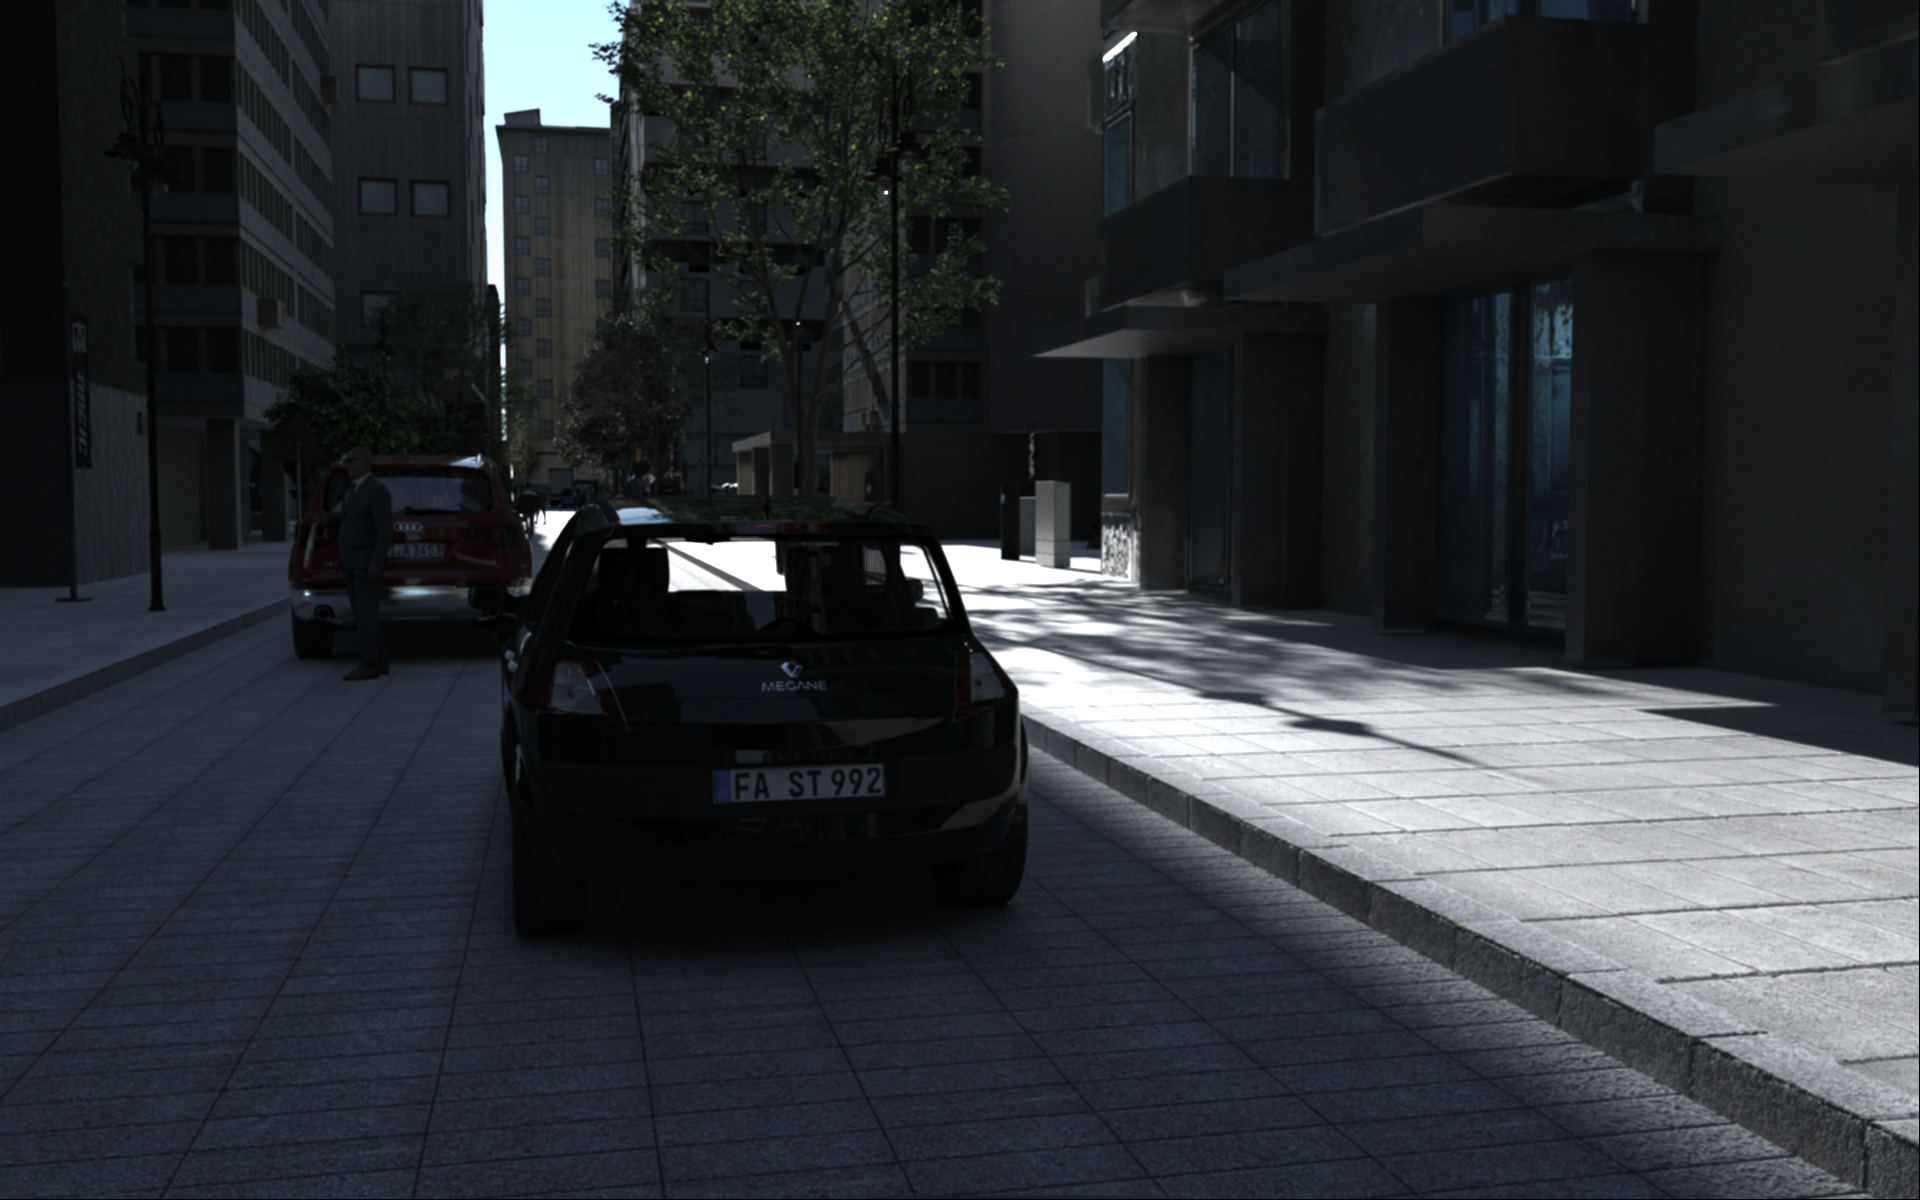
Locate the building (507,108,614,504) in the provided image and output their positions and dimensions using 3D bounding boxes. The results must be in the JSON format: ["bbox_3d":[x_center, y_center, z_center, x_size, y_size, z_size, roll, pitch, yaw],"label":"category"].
[{"bbox_3d":[-51.053,-40.202,246.541,27.495,52.752,28.713,-1,4,-13],"label":"building"}]

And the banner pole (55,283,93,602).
[{"bbox_3d":[-10.649,-1.888,20.893,0.401,3.779,0.863,0,4,-4],"label":"banner pole"}]

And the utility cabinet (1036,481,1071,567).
[{"bbox_3d":[1.638,-1.327,30.372,0.318,1.500,1.173,-1,4,-13],"label":"utility cabinet"}]

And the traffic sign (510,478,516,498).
[{"bbox_3d":[-35.458,-8.362,136.822,0.768,2.556,0.104,-1,4,-10],"label":"traffic sign"}]

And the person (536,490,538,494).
[{"bbox_3d":[-39.052,-9.246,159.757,0.705,1.814,1.350,-3,4,-37],"label":"person"}]

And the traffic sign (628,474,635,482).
[{"bbox_3d":[-14.260,-4.461,76.581,0.795,2.450,0.064,-1,4,-13],"label":"traffic sign"}]

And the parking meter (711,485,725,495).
[{"bbox_3d":[-6.792,-2.462,48.670,0.372,1.533,0.369,0,3,0],"label":"parking meter"}]

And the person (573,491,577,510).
[{"bbox_3d":[-34.879,-9.059,157.337,0.721,1.736,1.217,-1,4,-12],"label":"person"}]

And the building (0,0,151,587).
[{"bbox_3d":[-18.649,-15.153,19.448,14.160,30.474,14.107,-1,4,-13],"label":"building"}]

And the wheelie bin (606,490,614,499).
[{"bbox_3d":[-27.784,-7.936,137.656,0.693,1.594,0.980,-1,4,-16],"label":"wheelie bin"}]

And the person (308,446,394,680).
[{"bbox_3d":[-4.724,-0.295,13.507,0.661,1.801,0.590,3,5,43],"label":"person"}]

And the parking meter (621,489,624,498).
[{"bbox_3d":[-18.128,-5.203,93.483,0.372,1.533,0.369,0,3,0],"label":"parking meter"}]

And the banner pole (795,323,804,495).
[{"bbox_3d":[-2.360,-2.183,25.704,0.401,3.779,0.863,0,4,-4],"label":"banner pole"}]

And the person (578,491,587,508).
[{"bbox_3d":[-34.926,-9.247,160.235,0.990,1.755,0.434,2,4,25],"label":"person"}]

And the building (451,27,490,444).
[{"bbox_3d":[-41.268,-26.890,123.240,14.154,41.232,14.086,-1,4,-13],"label":"building"}]

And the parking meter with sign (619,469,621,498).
[{"bbox_3d":[-23.332,-7.549,119.691,0.543,3.016,1.738,-1,4,-8],"label":"parking meter with sign"}]

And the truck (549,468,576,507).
[{"bbox_3d":[-44.207,-12.449,192.459,2.839,4.237,11.283,-1,4,-11],"label":"truck"}]

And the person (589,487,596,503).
[{"bbox_3d":[-25.903,-6.999,122.299,0.648,1.900,0.474,2,4,27],"label":"person"}]

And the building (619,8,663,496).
[{"bbox_3d":[-22.072,-33.405,169.876,21.300,48.544,21.600,-1,4,-13],"label":"building"}]

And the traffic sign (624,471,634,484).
[{"bbox_3d":[-18.330,-5.891,96.419,0.768,2.556,0.104,0,4,-6],"label":"traffic sign"}]

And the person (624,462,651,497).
[{"bbox_3d":[-4.160,-0.871,22.555,0.447,1.846,0.655,-2,4,-25],"label":"person"}]

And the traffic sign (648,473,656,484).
[{"bbox_3d":[-12.479,-3.985,68.796,0.795,2.450,0.064,-1,4,-13],"label":"traffic sign"}]

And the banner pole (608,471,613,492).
[{"bbox_3d":[-29.320,-9.480,145.018,0.863,3.779,0.401,3,5,41],"label":"banner pole"}]

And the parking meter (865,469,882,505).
[{"bbox_3d":[-2.024,-2.125,40.462,0.255,1.863,0.399,-3,4,-36],"label":"parking meter"}]

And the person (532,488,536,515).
[{"bbox_3d":[-29.582,-6.816,120.041,0.679,1.850,0.850,2,4,26],"label":"person"}]

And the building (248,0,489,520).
[{"bbox_3d":[-40.057,-30.853,93.688,28.713,52.752,27.495,-1,4,-13],"label":"building"}]

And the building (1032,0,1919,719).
[{"bbox_3d":[14.336,-24.200,15.273,23.786,49.044,30.456,-1,4,-13],"label":"building"}]

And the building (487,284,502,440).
[{"bbox_3d":[-69.928,-28.426,236.464,14.107,30.474,14.160,-1,4,-13],"label":"building"}]

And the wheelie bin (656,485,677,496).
[{"bbox_3d":[-9.813,-3.087,58.380,0.980,1.594,0.693,-2,4,-27],"label":"wheelie bin"}]

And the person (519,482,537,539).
[{"bbox_3d":[-13.690,-2.846,55.047,0.620,1.820,0.660,3,4,39],"label":"person"}]

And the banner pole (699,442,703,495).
[{"bbox_3d":[-12.423,-5.692,83.080,0.401,3.779,0.863,-1,4,-18],"label":"banner pole"}]

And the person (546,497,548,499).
[{"bbox_3d":[-39.832,-9.554,164.705,1.348,1.824,0.705,0,4,4],"label":"person"}]

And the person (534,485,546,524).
[{"bbox_3d":[-20.175,-4.580,83.166,0.755,1.850,0.659,2,4,34],"label":"person"}]

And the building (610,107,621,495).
[{"bbox_3d":[-30.415,-30.779,186.834,14.154,41.232,14.086,-1,4,-13],"label":"building"}]

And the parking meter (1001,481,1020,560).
[{"bbox_3d":[0.986,-1.558,33.892,0.372,1.533,0.369,0,3,0],"label":"parking meter"}]

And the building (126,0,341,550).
[{"bbox_3d":[-29.568,-21.602,45.070,23.993,40.220,32.217,-1,4,-13],"label":"building"}]

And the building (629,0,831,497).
[{"bbox_3d":[-11.500,-33.373,134.880,28.713,52.752,27.495,-1,4,-13],"label":"building"}]

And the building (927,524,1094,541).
[{"bbox_3d":[9.276,-22.236,55.436,32.217,40.220,23.993,-1,4,-13],"label":"building"}]

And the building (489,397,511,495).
[{"bbox_3d":[-69.825,-54.508,203.884,31.000,86.520,22.319,-1,4,-13],"label":"building"}]

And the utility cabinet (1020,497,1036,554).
[{"bbox_3d":[1.438,-1.586,37.100,1.020,1.237,0.306,-1,4,-13],"label":"utility cabinet"}]

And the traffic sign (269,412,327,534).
[{"bbox_3d":[-10.455,-1.674,27.376,0.884,2.594,0.081,0,4,-5],"label":"traffic sign"}]
